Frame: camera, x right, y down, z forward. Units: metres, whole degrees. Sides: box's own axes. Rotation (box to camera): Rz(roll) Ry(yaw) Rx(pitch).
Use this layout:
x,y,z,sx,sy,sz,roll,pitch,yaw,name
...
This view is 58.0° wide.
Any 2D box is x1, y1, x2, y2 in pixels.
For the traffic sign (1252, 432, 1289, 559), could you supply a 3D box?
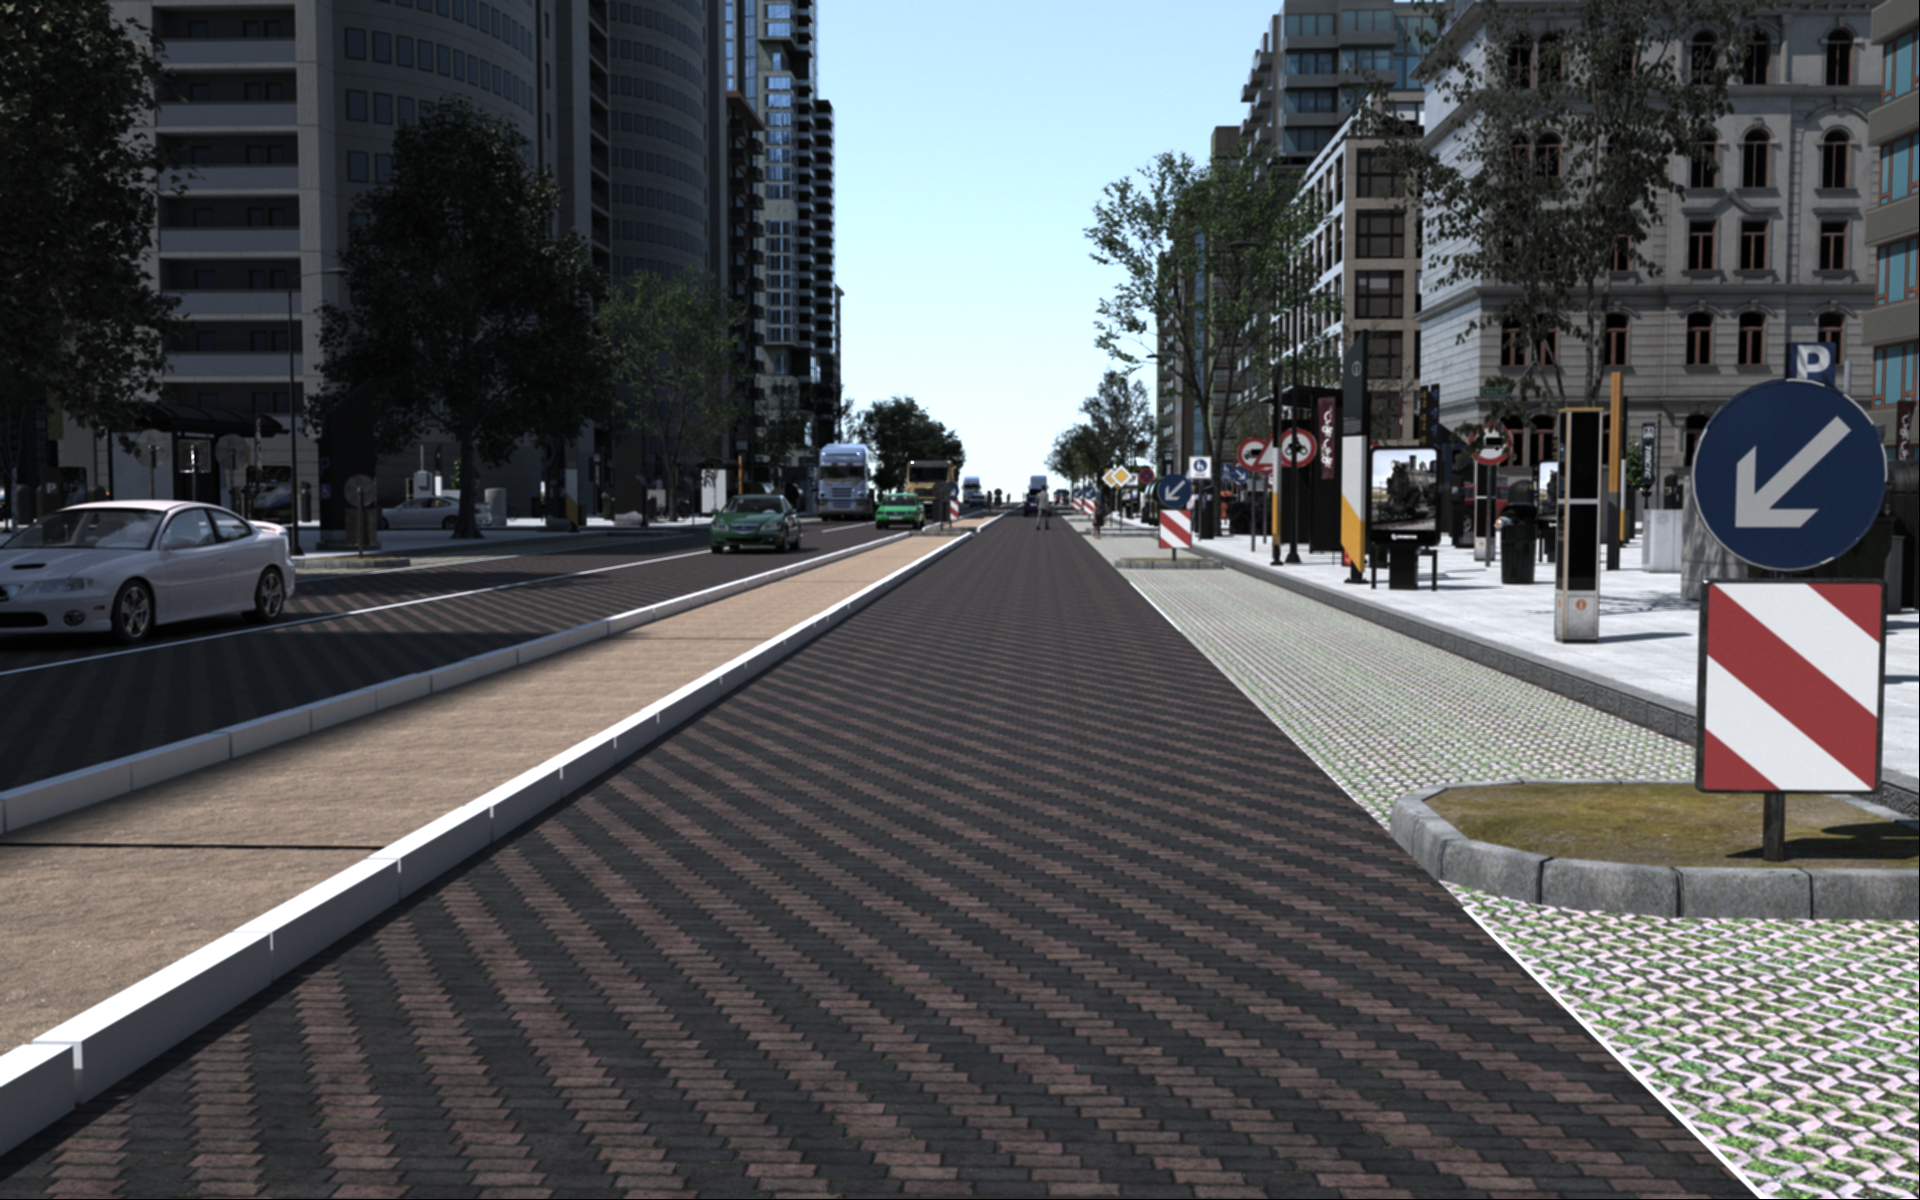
x,y,z,sx,sy,sz,roll,pitch,yaw,name
6.197,-2.087,34.119,0.884,2.594,0.081,1,4,10,traffic sign

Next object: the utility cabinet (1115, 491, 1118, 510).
x,y,z,sx,sy,sz,roll,pitch,yaw,name
12.789,-8.101,141.127,0.318,1.500,1.173,-1,4,-15,utility cabinet

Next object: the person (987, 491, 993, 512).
x,y,z,sx,sy,sz,roll,pitch,yaw,name
2.320,-7.751,136.227,0.522,1.701,0.512,-2,4,-24,person

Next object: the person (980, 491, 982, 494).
x,y,z,sx,sy,sz,roll,pitch,yaw,name
2.904,-14.166,240.106,0.705,1.826,1.348,-1,4,-21,person

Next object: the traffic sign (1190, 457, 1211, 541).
x,y,z,sx,sy,sz,roll,pitch,yaw,name
6.569,-2.770,47.416,0.606,2.300,0.079,0,4,4,traffic sign

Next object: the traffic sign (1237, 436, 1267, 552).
x,y,z,sx,sy,sz,roll,pitch,yaw,name
6.521,-2.344,38.437,0.768,2.556,0.104,0,4,6,traffic sign

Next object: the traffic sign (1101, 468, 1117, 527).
x,y,z,sx,sy,sz,roll,pitch,yaw,name
5.810,-3.847,66.540,0.795,2.450,0.064,0,4,3,traffic sign

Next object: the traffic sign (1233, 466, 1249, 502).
x,y,z,sx,sy,sz,roll,pitch,yaw,name
12.904,-4.869,79.719,0.768,2.556,0.104,0,4,4,traffic sign

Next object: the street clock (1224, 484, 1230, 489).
x,y,z,sx,sy,sz,roll,pitch,yaw,name
18.335,-6.984,118.761,0.471,2.002,0.358,2,4,32,street clock

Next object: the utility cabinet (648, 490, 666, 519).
x,y,z,sx,sy,sz,roll,pitch,yaw,name
-15.673,-4.887,88.589,1.173,1.500,0.318,-1,4,-17,utility cabinet

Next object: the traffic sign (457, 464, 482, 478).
x,y,z,sx,sy,sz,roll,pitch,yaw,name
-16.475,-3.557,58.162,0.884,2.594,0.081,0,4,5,traffic sign

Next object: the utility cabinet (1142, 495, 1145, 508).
x,y,z,sx,sy,sz,roll,pitch,yaw,name
9.221,-4.391,82.955,1.020,1.237,0.306,3,4,39,utility cabinet

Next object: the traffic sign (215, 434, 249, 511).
x,y,z,sx,sy,sz,roll,pitch,yaw,name
-15.415,-2.237,36.677,0.768,2.556,0.104,0,4,6,traffic sign

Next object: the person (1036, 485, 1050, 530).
x,y,z,sx,sy,sz,roll,pitch,yaw,name
3.317,-3.711,69.443,0.678,1.792,0.850,2,4,29,person

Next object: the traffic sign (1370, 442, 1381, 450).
x,y,z,sx,sy,sz,roll,pitch,yaw,name
9.949,-2.568,42.096,0.768,2.556,0.104,0,4,7,traffic sign

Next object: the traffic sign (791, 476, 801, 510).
x,y,z,sx,sy,sz,roll,pitch,yaw,name
-11.528,-7.433,121.630,0.768,2.556,0.104,1,4,9,traffic sign

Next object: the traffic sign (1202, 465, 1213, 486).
x,y,z,sx,sy,sz,roll,pitch,yaw,name
8.273,-3.604,59.034,0.768,2.556,0.104,0,4,8,traffic sign

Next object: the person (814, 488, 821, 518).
x,y,z,sx,sy,sz,roll,pitch,yaw,name
-8.472,-5.829,104.206,0.661,1.777,0.834,1,4,21,person

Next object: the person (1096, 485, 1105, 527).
x,y,z,sx,sy,sz,roll,pitch,yaw,name
5.725,-3.783,70.542,0.419,1.800,0.721,-1,4,-8,person

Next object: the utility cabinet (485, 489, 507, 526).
x,y,z,sx,sy,sz,roll,pitch,yaw,name
-18.595,-3.711,69.349,0.318,1.500,1.173,-3,5,-44,utility cabinet

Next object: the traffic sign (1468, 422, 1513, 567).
x,y,z,sx,sy,sz,roll,pitch,yaw,name
9.308,-1.857,30.468,0.768,2.556,0.104,1,4,12,traffic sign

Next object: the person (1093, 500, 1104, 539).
x,y,z,sx,sy,sz,roll,pitch,yaw,name
4.399,-2.553,54.913,0.362,1.253,0.373,-2,4,-27,person

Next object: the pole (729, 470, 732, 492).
x,y,z,sx,sy,sz,roll,pitch,yaw,name
-17.461,-8.450,131.995,0.158,3.312,0.155,0,3,0,pole

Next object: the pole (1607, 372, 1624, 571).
x,y,z,sx,sy,sz,roll,pitch,yaw,name
10.984,-2.152,29.033,0.158,3.312,0.155,0,3,0,pole

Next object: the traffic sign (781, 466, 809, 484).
x,y,z,sx,sy,sz,roll,pitch,yaw,name
-12.191,-8.157,127.243,2.265,3.308,0.079,1,4,9,traffic sign

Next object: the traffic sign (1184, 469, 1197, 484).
x,y,z,sx,sy,sz,roll,pitch,yaw,name
11.408,-5.258,86.077,0.768,2.556,0.104,0,4,5,traffic sign

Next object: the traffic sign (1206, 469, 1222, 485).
x,y,z,sx,sy,sz,roll,pitch,yaw,name
10.163,-4.265,69.832,0.768,2.556,0.104,0,4,4,traffic sign

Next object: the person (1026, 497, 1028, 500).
x,y,z,sx,sy,sz,roll,pitch,yaw,name
10.342,-15.717,266.945,0.415,1.643,0.593,2,4,26,person

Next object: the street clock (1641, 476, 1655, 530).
x,y,z,sx,sy,sz,roll,pitch,yaw,name
22.674,-3.220,57.210,0.471,2.002,0.358,0,4,-7,street clock

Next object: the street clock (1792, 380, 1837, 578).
x,y,z,sx,sy,sz,roll,pitch,yaw,name
5.440,-0.405,11.188,0.471,2.002,0.358,0,4,6,street clock

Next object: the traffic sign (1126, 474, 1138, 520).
x,y,z,sx,sy,sz,roll,pitch,yaw,name
8.488,-5.099,85.501,0.606,2.300,0.079,0,4,5,traffic sign

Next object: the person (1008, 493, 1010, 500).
x,y,z,sx,sy,sz,roll,pitch,yaw,name
7.781,-16.032,272.096,0.415,1.643,0.593,-1,4,-16,person

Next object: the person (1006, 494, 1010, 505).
x,y,z,sx,sy,sz,roll,pitch,yaw,name
6.513,-13.712,235.957,1.065,1.426,0.557,3,5,45,person

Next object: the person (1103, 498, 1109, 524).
x,y,z,sx,sy,sz,roll,pitch,yaw,name
6.838,-4.159,81.161,0.373,1.253,0.362,0,4,-6,person

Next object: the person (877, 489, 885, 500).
x,y,z,sx,sy,sz,roll,pitch,yaw,name
-6.525,-8.337,144.770,1.348,1.831,0.705,3,5,43,person

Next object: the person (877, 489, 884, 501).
x,y,z,sx,sy,sz,roll,pitch,yaw,name
-5.671,-7.033,123.834,0.599,1.781,0.374,0,4,-6,person

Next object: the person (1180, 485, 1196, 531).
x,y,z,sx,sy,sz,roll,pitch,yaw,name
8.071,-3.162,60.875,0.731,1.740,0.598,0,4,5,person

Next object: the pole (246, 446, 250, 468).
x,y,z,sx,sy,sz,roll,pitch,yaw,name
-29.969,-4.839,72.964,0.158,3.312,0.155,0,3,0,pole

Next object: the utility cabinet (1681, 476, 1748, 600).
x,y,z,sx,sy,sz,roll,pitch,yaw,name
8.935,-0.722,20.483,0.318,1.500,1.173,0,4,1,utility cabinet

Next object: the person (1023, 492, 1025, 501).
x,y,z,sx,sy,sz,roll,pitch,yaw,name
10.434,-16.617,281.009,0.721,1.723,1.217,0,4,1,person

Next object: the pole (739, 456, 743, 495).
x,y,z,sx,sy,sz,roll,pitch,yaw,name
-11.659,-6.014,92.167,0.158,3.312,0.155,0,3,0,pole

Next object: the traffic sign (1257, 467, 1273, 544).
x,y,z,sx,sy,sz,roll,pitch,yaw,name
7.880,-2.727,44.692,0.768,2.556,0.104,0,4,4,traffic sign

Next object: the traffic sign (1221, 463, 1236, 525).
x,y,z,sx,sy,sz,roll,pitch,yaw,name
11.033,-4.388,71.852,0.768,2.556,0.104,0,4,6,traffic sign

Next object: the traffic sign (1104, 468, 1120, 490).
x,y,z,sx,sy,sz,roll,pitch,yaw,name
12.532,-8.775,137.337,2.265,3.308,0.079,0,4,4,traffic sign

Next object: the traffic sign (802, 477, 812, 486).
x,y,z,sx,sy,sz,roll,pitch,yaw,name
-11.193,-7.740,126.656,0.768,2.556,0.104,0,4,8,traffic sign

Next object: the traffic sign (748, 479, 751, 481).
x,y,z,sx,sy,sz,roll,pitch,yaw,name
-14.539,-7.261,120.844,0.606,2.300,0.079,1,4,12,traffic sign

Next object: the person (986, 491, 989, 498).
x,y,z,sx,sy,sz,roll,pitch,yaw,name
3.740,-13.384,227.192,0.599,1.838,0.709,-1,4,-19,person

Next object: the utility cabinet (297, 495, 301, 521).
x,y,z,sx,sy,sz,roll,pitch,yaw,name
-31.895,-4.405,83.177,0.306,1.237,1.020,-2,4,-31,utility cabinet

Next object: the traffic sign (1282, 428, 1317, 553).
x,y,z,sx,sy,sz,roll,pitch,yaw,name
6.442,-2.026,33.226,0.768,2.556,0.104,1,4,11,traffic sign

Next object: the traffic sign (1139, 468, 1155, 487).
x,y,z,sx,sy,sz,roll,pitch,yaw,name
9.061,-5.139,84.127,0.768,2.556,0.104,1,4,11,traffic sign

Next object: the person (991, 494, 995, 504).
x,y,z,sx,sy,sz,roll,pitch,yaw,name
4.694,-15.461,261.989,1.217,1.736,0.721,-1,4,-12,person

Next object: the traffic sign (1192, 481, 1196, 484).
x,y,z,sx,sy,sz,roll,pitch,yaw,name
12.206,-5.622,92.020,0.768,2.556,0.104,0,4,4,traffic sign

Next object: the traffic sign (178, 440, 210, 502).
x,y,z,sx,sy,sz,roll,pitch,yaw,name
-14.482,-1.874,32.774,0.606,2.300,0.079,0,4,4,traffic sign

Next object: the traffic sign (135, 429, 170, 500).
x,y,z,sx,sy,sz,roll,pitch,yaw,name
-15.805,-2.065,33.876,0.768,2.556,0.104,0,4,8,traffic sign
